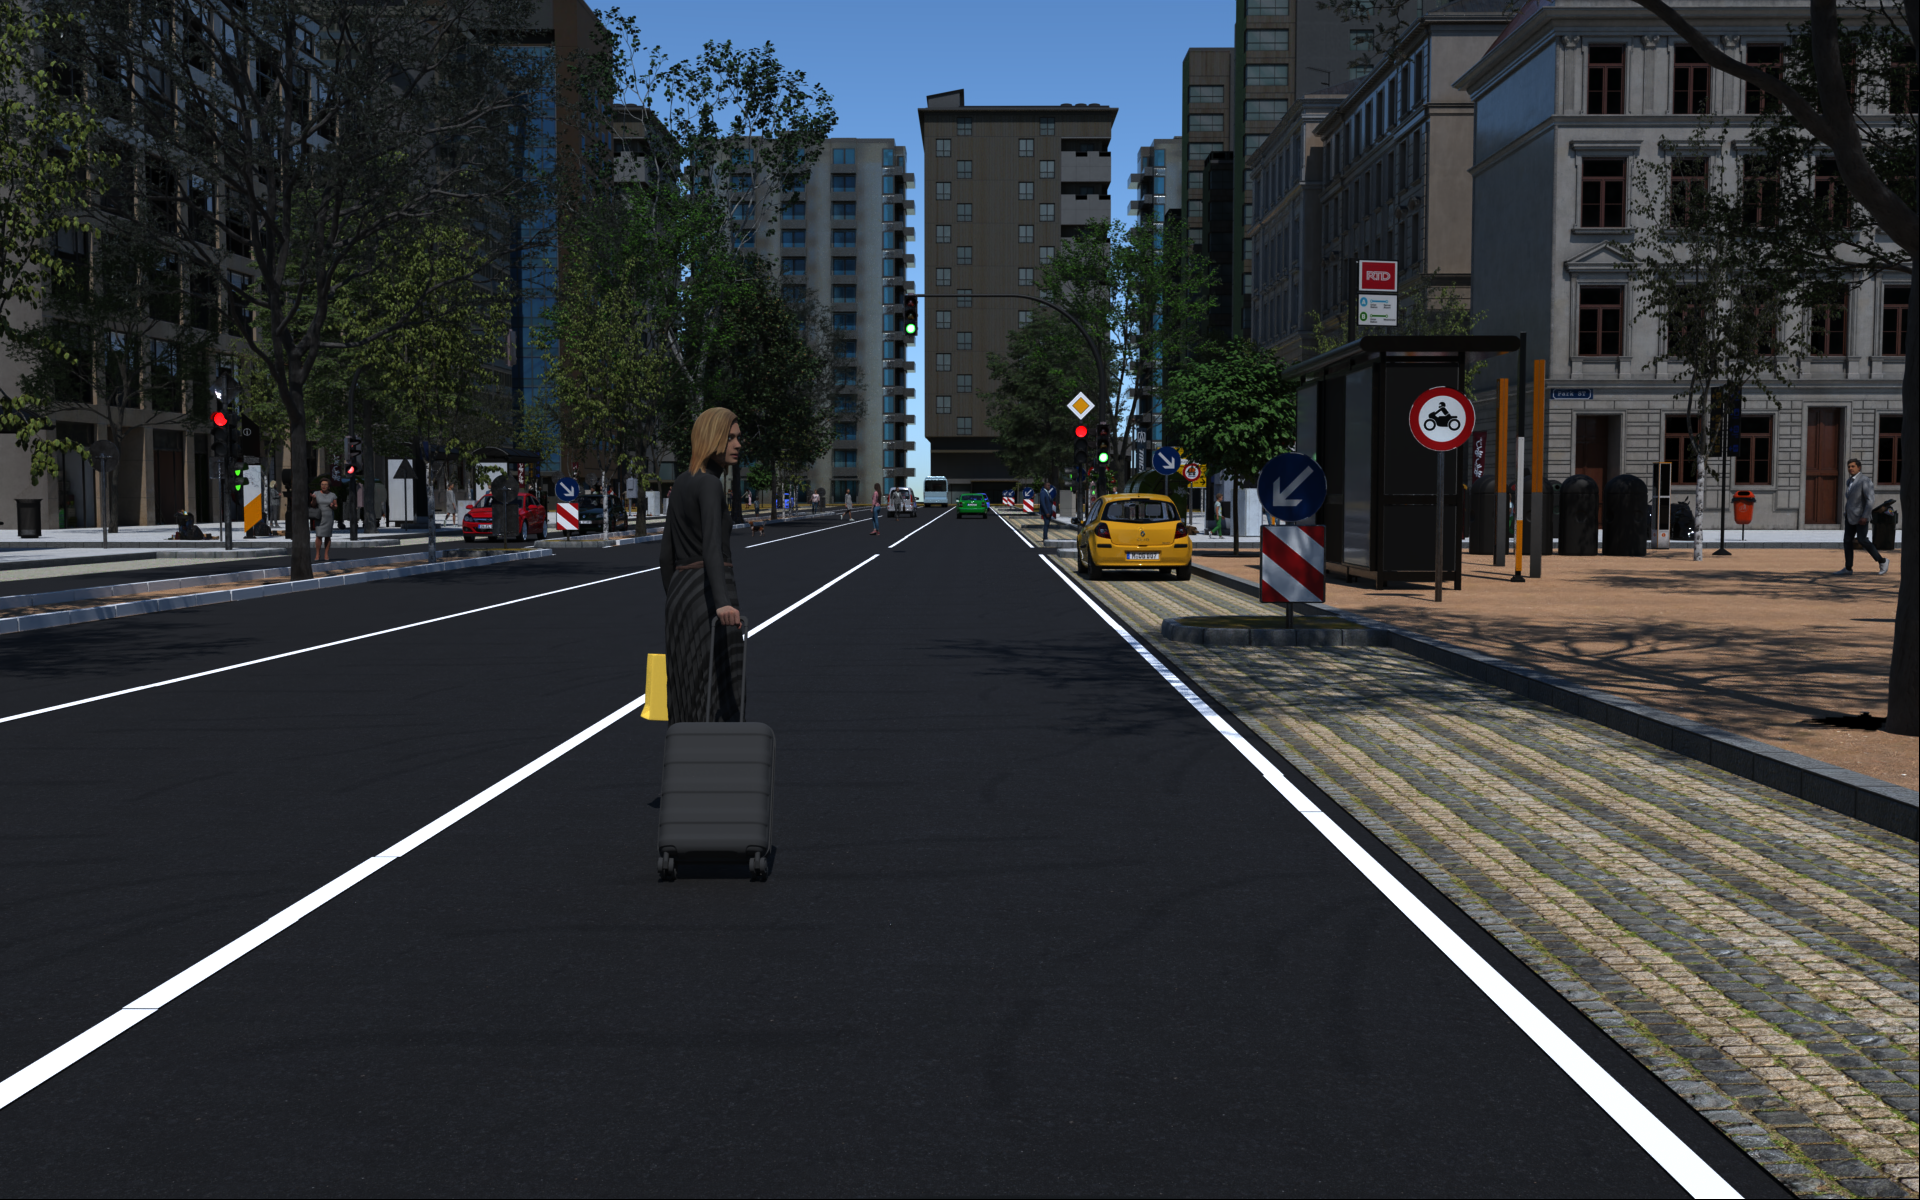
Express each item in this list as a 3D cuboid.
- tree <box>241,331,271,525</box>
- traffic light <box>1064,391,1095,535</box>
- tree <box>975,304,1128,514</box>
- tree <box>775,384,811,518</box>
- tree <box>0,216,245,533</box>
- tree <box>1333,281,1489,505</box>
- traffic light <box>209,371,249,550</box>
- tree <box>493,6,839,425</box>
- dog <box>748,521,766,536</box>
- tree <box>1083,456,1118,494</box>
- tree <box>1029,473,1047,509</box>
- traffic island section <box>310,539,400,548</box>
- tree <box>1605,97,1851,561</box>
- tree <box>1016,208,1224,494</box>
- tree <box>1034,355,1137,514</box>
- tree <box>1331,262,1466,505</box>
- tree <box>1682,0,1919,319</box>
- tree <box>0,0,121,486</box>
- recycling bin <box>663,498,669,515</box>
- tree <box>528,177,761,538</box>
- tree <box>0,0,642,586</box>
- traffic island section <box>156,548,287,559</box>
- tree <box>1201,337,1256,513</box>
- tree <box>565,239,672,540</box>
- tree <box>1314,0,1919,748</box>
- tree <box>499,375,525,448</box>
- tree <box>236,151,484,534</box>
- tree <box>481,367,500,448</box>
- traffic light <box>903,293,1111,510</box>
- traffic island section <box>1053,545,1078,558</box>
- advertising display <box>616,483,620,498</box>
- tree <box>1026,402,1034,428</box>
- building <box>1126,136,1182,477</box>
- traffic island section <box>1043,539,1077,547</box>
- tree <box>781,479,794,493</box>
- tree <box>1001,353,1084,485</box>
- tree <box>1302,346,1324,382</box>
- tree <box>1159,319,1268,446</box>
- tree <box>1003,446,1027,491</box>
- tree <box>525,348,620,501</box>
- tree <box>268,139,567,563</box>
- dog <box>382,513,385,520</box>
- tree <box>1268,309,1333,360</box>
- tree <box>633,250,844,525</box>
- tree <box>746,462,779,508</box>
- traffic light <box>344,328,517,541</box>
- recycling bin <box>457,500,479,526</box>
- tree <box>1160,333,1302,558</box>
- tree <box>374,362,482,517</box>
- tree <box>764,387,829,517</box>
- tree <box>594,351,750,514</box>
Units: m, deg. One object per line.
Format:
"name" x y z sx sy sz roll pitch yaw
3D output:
"tree" -28.857 -7.451 72.189 4.737 8.622 4.395 0 3 0
"traffic light" 3.281 -3.578 47.422 0.839 4.253 0.868 0 4 1
"tree" 6.099 -12.613 112.878 9.857 13.997 8.962 0 3 0
"tree" -10.313 -9.078 101.241 4.737 8.622 4.395 0 3 0
"tree" -27.551 -7.480 56.711 7.601 10.594 8.767 0 4 -2
"tree" 16.104 -6.681 59.604 4.737 8.622 4.395 0 3 0
"traffic light" -16.753 -3.100 39.605 0.839 4.253 0.868 0 4 1
"tree" -11.442 -12.841 68.291 12.611 20.169 13.585 0 3 0
"dog" -6.876 -2.413 58.742 0.540 0.507 0.406 -1 4 -23
"tree" 6.096 -4.950 75.533 1.663 3.219 1.824 0 3 0
"tree" 6.609 -9.423 148.673 1.663 3.219 1.824 0 3 0
"traffic island section" -16.719 -1.556 47.725 2.009 0.180 2.903 0 4 1
"tree" 14.439 -5.058 33.058 4.360 8.622 3.978 0 3 0
"tree" 5.944 -8.465 64.159 9.928 11.665 9.643 0 3 0
"tree" 6.944 -8.550 90.157 4.360 8.622 3.978 0 3 0
"tree" 14.008 -6.364 54.406 4.360 8.622 3.978 0 3 0
"tree" 12.449 -5.263 20.460 7.601 10.594 8.767 1 4 15
"tree" -10.857 -4.005 18.301 4.737 8.622 4.395 0 3 0
"recycling bin" -18.108 -5.852 108.232 0.722 1.027 0.722 -2 4 -27
"tree" -10.304 -7.817 56.028 9.928 11.665 9.643 0 3 0
"tree" -10.286 -6.959 26.604 12.009 13.543 11.850 0 3 0
"traffic island section" -16.793 -1.068 39.741 2.009 0.180 2.903 0 4 1
"tree" 13.881 -7.975 80.746 4.737 8.622 4.395 0 3 0
"tree" -10.014 -5.864 48.698 4.737 8.622 4.395 0 3 0
"tree" 5.021 -6.023 8.852 12.009 13.543 11.850 0 3 0
"tree" -28.691 -9.511 105.874 4.360 8.622 3.978 0 3 0
"tree" -19.089 -8.406 55.565 7.486 12.596 7.792 0 3 0
"tree" -28.445 -8.961 96.867 4.360 8.622 3.978 0 3 0
"traffic light" 1.114 -3.954 39.315 4.771 5.953 1.251 0 4 1
"traffic island section" 3.247 -1.056 39.551 2.009 0.180 2.903 0 4 1
"advertising display" -19.116 -5.609 96.924 0.123 1.923 0.974 0 4 -6
"tree" 6.572 -10.910 128.735 4.360 8.622 3.978 0 3 0
"building" 37.524 -37.408 231.237 30.456 49.044 23.786 0 4 1
"traffic island section" 3.321 -1.545 47.535 2.009 0.180 2.903 0 4 1
"tree" -17.823 -11.215 177.971 1.663 3.219 1.824 0 3 0
"tree" 6.843 -13.523 139.220 7.486 12.596 7.792 0 3 0
"tree" 16.909 -7.585 74.381 4.360 8.622 3.978 0 3 0
"tree" 14.196 -9.698 92.977 7.601 10.594 8.767 0 4 4
"tree" 6.831 -14.465 186.857 4.737 8.622 4.395 0 3 0
"tree" -19.096 -8.308 86.202 4.360 8.622 3.978 0 3 0
"tree" -10.841 -5.040 35.216 4.737 8.622 4.395 0 3 0
"dog" -28.284 -4.149 84.669 0.540 0.507 0.406 -3 4 -36
"tree" 14.452 -7.078 66.092 4.737 8.622 4.395 0 3 0
"tree" -10.334 -9.810 79.852 9.611 12.733 9.660 0 3 0
"tree" -18.624 -10.955 162.822 4.285 4.588 4.351 0 3 0
"traffic light" -14.587 -4.461 47.606 4.771 5.953 1.251 0 4 1
"recycling bin" -19.512 -3.445 68.882 0.722 1.027 0.722 0 4 7
"tree" 5.763 -3.172 35.581 4.285 4.588 4.351 0 3 0
"tree" -25.220 -7.948 80.314 4.360 8.622 3.978 0 3 0
"tree" -10.410 -9.634 110.333 4.360 8.622 3.978 0 3 0
"tree" -19.530 -10.850 111.806 7.601 10.594 8.767 3 5 41
